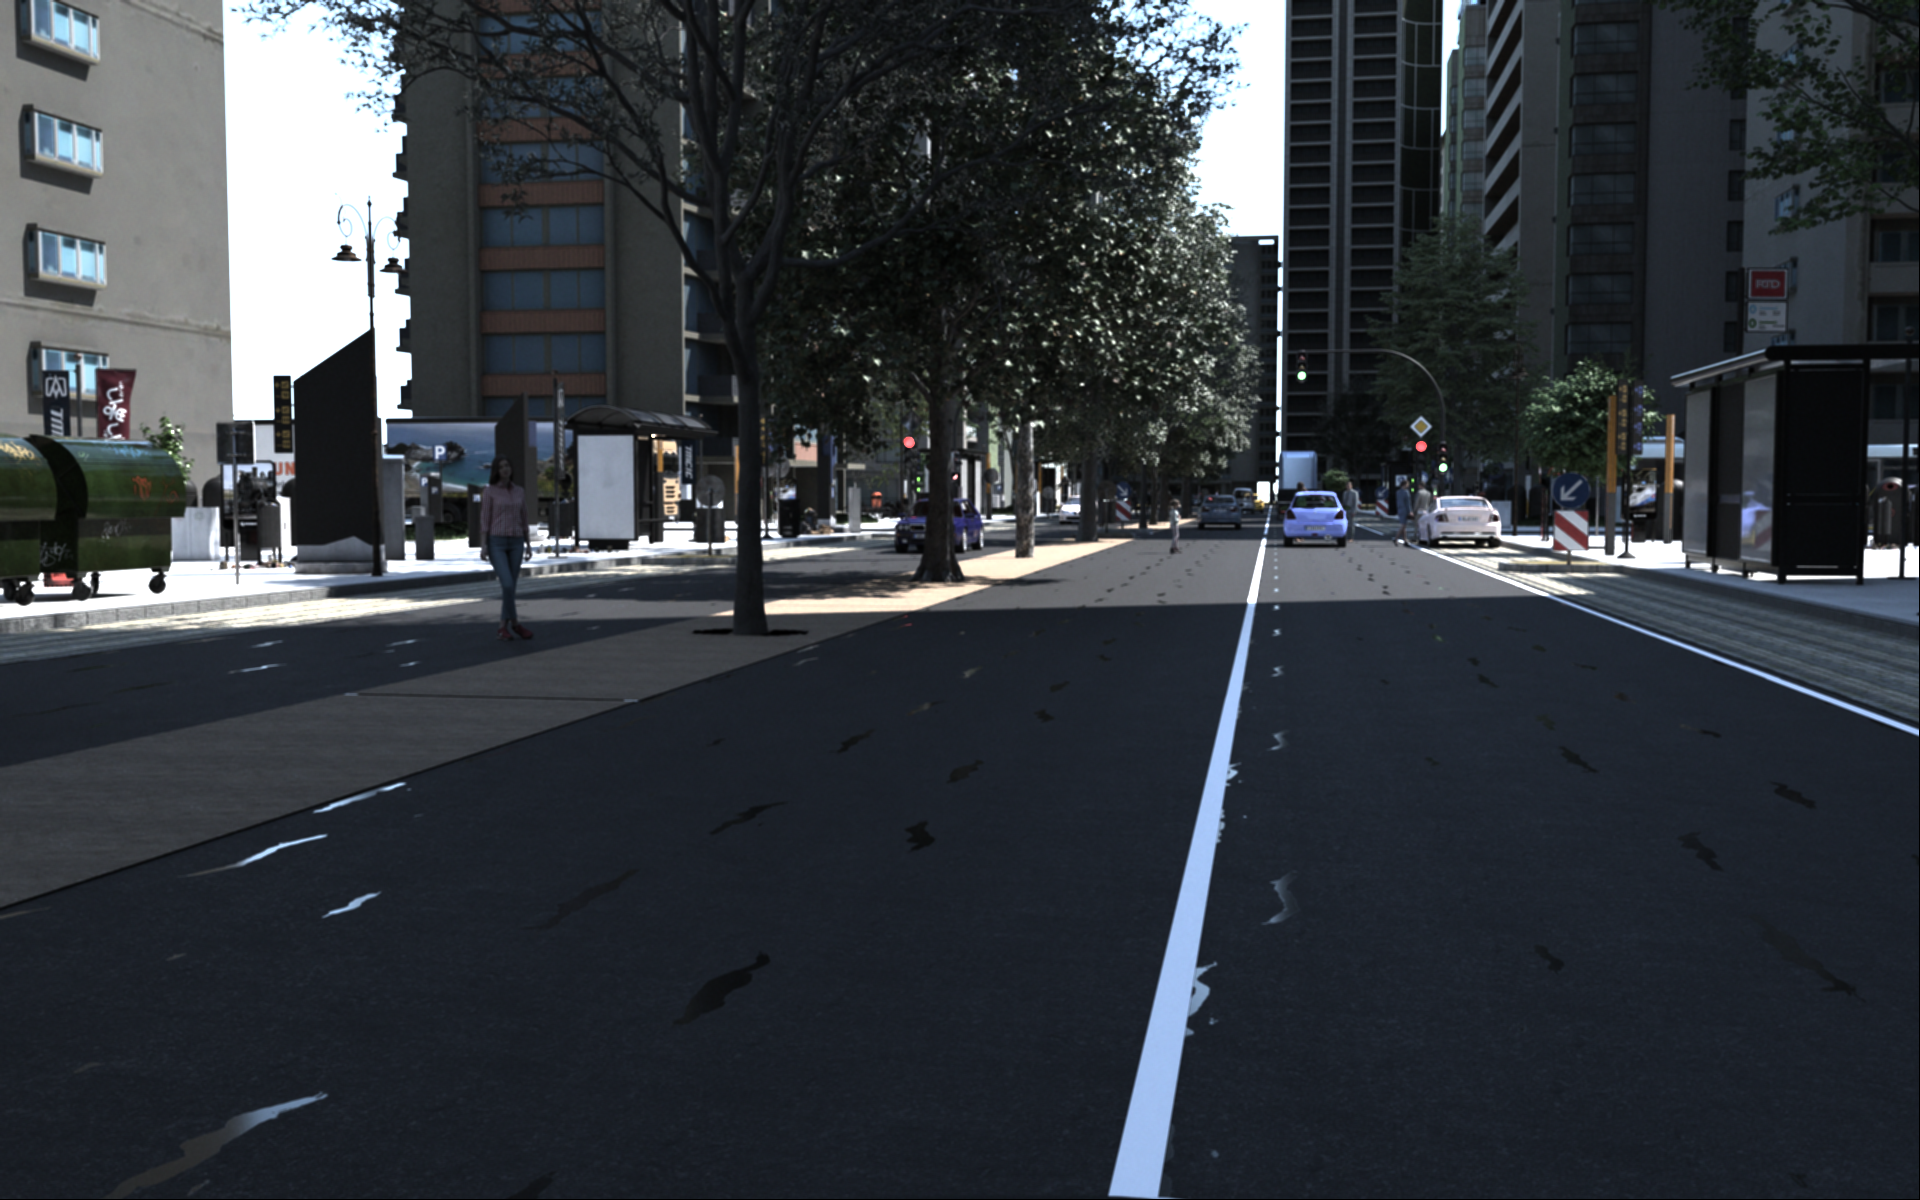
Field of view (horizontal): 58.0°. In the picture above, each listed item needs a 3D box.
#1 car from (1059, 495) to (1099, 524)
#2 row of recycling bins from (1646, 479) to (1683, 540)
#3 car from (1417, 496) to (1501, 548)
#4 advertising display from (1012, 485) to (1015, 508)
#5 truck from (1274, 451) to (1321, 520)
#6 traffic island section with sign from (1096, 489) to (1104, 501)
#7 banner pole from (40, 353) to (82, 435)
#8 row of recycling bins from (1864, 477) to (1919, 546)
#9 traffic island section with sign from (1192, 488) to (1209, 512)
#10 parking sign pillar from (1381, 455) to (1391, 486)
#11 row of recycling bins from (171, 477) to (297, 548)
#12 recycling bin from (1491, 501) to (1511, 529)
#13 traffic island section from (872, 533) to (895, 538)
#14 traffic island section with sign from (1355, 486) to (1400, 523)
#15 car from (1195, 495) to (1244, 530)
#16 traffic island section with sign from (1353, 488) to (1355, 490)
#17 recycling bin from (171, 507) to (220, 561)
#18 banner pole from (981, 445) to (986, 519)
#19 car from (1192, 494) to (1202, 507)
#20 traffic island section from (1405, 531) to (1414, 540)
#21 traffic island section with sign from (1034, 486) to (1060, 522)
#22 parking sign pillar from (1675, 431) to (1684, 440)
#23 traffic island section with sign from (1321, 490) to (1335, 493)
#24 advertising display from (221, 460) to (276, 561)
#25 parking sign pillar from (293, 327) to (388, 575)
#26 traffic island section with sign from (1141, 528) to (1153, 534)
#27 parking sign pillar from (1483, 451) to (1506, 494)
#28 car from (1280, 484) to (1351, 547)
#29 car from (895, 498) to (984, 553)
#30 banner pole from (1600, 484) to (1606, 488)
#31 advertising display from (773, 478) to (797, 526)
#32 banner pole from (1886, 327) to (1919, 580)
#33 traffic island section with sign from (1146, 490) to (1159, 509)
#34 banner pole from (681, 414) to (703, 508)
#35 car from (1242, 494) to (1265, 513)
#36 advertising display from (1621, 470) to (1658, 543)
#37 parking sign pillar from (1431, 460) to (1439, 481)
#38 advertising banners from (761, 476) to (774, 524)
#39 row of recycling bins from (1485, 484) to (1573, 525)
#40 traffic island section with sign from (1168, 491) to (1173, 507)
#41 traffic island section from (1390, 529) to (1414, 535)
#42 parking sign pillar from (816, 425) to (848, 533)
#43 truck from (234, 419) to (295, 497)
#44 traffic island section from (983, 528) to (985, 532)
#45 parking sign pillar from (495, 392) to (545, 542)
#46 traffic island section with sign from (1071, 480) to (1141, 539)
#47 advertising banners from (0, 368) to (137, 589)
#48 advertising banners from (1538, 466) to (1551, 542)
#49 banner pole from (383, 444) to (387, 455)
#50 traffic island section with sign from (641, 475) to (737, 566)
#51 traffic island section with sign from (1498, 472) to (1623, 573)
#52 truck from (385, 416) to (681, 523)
[{"bbox_3d":[5.884,-4.338,83.283,2.083,1.381,4.827,1,4,10],"label":"car"},{"bbox_3d":[20.150,-2.492,47.852,1.069,1.692,3.534,-2,4,-34],"label":"row of recycling bins"},{"bbox_3d":[13.630,-2.144,47.410,2.083,1.381,4.827,1,4,9],"label":"car"},{"bbox_3d":[4.058,-7.218,123.230,0.123,1.923,0.974,-2,4,-33],"label":"advertising display"},{"bbox_3d":[20.130,-6.920,102.895,2.967,4.110,18.799,1,4,10],"label":"truck"},{"bbox_3d":[9.384,-6.587,116.331,1.989,1.847,2.006,1,4,10],"label":"traffic island section with sign"},{"bbox_3d":[-15.908,-2.499,30.874,0.863,3.779,0.401,0,4,-3],"label":"banner pole"},{"bbox_3d":[22.774,-2.216,43.343,3.534,1.692,1.069,2,4,26],"label":"row of recycling bins"},{"bbox_3d":[19.413,-7.921,137.646,2.006,1.907,1.989,1,4,10],"label":"traffic island section with sign"},{"bbox_3d":[29.204,-7.925,118.038,1.447,3.967,1.447,-1,4,-15],"label":"parking sign pillar"},{"bbox_3d":[-17.533,-2.149,42.255,3.534,1.692,1.069,-1,4,-21],"label":"row of recycling bins"},{"bbox_3d":[20.207,-3.190,64.716,0.722,1.027,0.722,1,4,16],"label":"recycling bin"},{"bbox_3d":[-1.636,-2.143,57.321,2.009,0.180,2.903,1,4,10],"label":"traffic island section"},{"bbox_3d":[20.895,-4.756,86.388,1.989,1.847,2.006,1,4,10],"label":"traffic island section with sign"},{"bbox_3d":[10.664,-3.615,71.111,2.014,1.417,4.499,1,4,9],"label":"car"},{"bbox_3d":[25.705,-6.378,112.912,1.989,1.847,2.006,1,4,10],"label":"traffic island section with sign"},{"bbox_3d":[-14.745,-1.276,33.419,0.722,1.027,0.722,-1,4,-9],"label":"recycling bin"},{"bbox_3d":[1.225,-6.078,89.389,0.401,3.779,0.863,0,4,5],"label":"banner pole"},{"bbox_3d":[24.359,-10.318,178.483,2.009,1.686,4.222,1,4,9],"label":"car"},{"bbox_3d":[15.084,-1.958,54.301,2.009,0.180,2.903,1,4,10],"label":"traffic island section"},{"bbox_3d":[4.583,-4.965,89.805,1.989,1.847,2.006,1,4,10],"label":"traffic island section with sign"},{"bbox_3d":[28.738,-4.982,69.928,1.447,3.967,1.447,2,4,29],"label":"parking sign pillar"},{"bbox_3d":[34.650,-9.398,162.290,1.989,1.847,2.006,1,4,10],"label":"traffic island section with sign"},{"bbox_3d":[-13.630,-1.713,33.218,0.974,1.923,0.123,-1,4,-14],"label":"advertising display"},{"bbox_3d":[-10.083,-2.425,28.113,1.447,3.967,1.447,0,4,-3],"label":"parking sign pillar"},{"bbox_3d":[6.041,-3.399,63.702,2.006,1.907,1.989,1,4,10],"label":"traffic island section with sign"},{"bbox_3d":[32.652,-7.178,105.837,1.447,3.967,1.447,-1,4,-15],"label":"parking sign pillar"},{"bbox_3d":[9.874,-2.357,48.131,1.945,1.707,3.694,1,4,12],"label":"car"},{"bbox_3d":[-0.499,-1.880,43.326,1.945,1.354,3.894,1,4,10],"label":"car"},{"bbox_3d":[30.072,-5.523,80.324,0.401,3.779,0.863,-3,4,-38],"label":"banner pole"},{"bbox_3d":[-6.932,-3.885,68.736,0.974,1.923,0.123,1,4,12],"label":"advertising display"},{"bbox_3d":[14.427,-2.198,25.961,0.863,3.779,0.401,1,4,11],"label":"banner pole"},{"bbox_3d":[18.351,-9.617,165.870,1.989,1.847,2.006,1,4,10],"label":"traffic island section with sign"},{"bbox_3d":[-8.363,-3.940,54.435,0.863,3.779,0.401,-1,4,-18],"label":"banner pole"},{"bbox_3d":[21.978,-7.347,130.348,2.015,1.641,3.980,1,4,9],"label":"car"},{"bbox_3d":[17.868,-2.468,45.570,0.974,1.923,0.123,-1,4,-10],"label":"advertising display"},{"bbox_3d":[26.607,-6.617,96.666,1.447,3.967,1.447,2,4,25],"label":"parking sign pillar"},{"bbox_3d":[-8.302,-4.755,73.936,0.090,3.025,2.074,1,4,12],"label":"advertising banners"},{"bbox_3d":[23.641,-3.970,72.023,3.534,1.692,1.069,2,4,27],"label":"row of recycling bins"},{"bbox_3d":[23.225,-11.265,192.818,1.989,1.847,2.006,1,4,10],"label":"traffic island section with sign"},{"bbox_3d":[16.506,-2.439,62.159,2.009,0.180,2.903,1,4,10],"label":"traffic island section"},{"bbox_3d":[-4.441,-4.233,57.688,1.447,3.967,1.447,0,4,5],"label":"parking sign pillar"},{"bbox_3d":[-29.314,-4.755,66.655,11.283,4.237,2.839,1,4,11],"label":"truck"},{"bbox_3d":[-0.214,-2.624,65.179,2.009,0.180,2.903,1,4,10],"label":"traffic island section"},{"bbox_3d":[-11.861,-3.537,46.296,1.447,3.967,1.447,3,5,40],"label":"parking sign pillar"},{"bbox_3d":[4.713,-2.953,56.415,2.006,1.907,1.989,1,4,10],"label":"traffic island section with sign"},{"bbox_3d":[-12.396,-1.688,23.787,2.074,3.025,0.090,-3,4,-36],"label":"advertising banners"},{"bbox_3d":[15.968,-3.130,47.371,0.090,3.025,2.074,1,4,11],"label":"advertising banners"},{"bbox_3d":[-25.163,-5.248,75.821,0.863,3.779,0.401,0,4,1],"label":"banner pole"},{"bbox_3d":[-5.249,-1.640,35.440,1.989,1.847,2.006,1,4,10],"label":"traffic island section with sign"},{"bbox_3d":[11.092,-1.438,32.143,1.989,1.847,2.006,1,4,10],"label":"traffic island section with sign"},{"bbox_3d":[-15.339,-4.575,63.722,11.283,4.237,2.839,1,4,11],"label":"truck"}]
